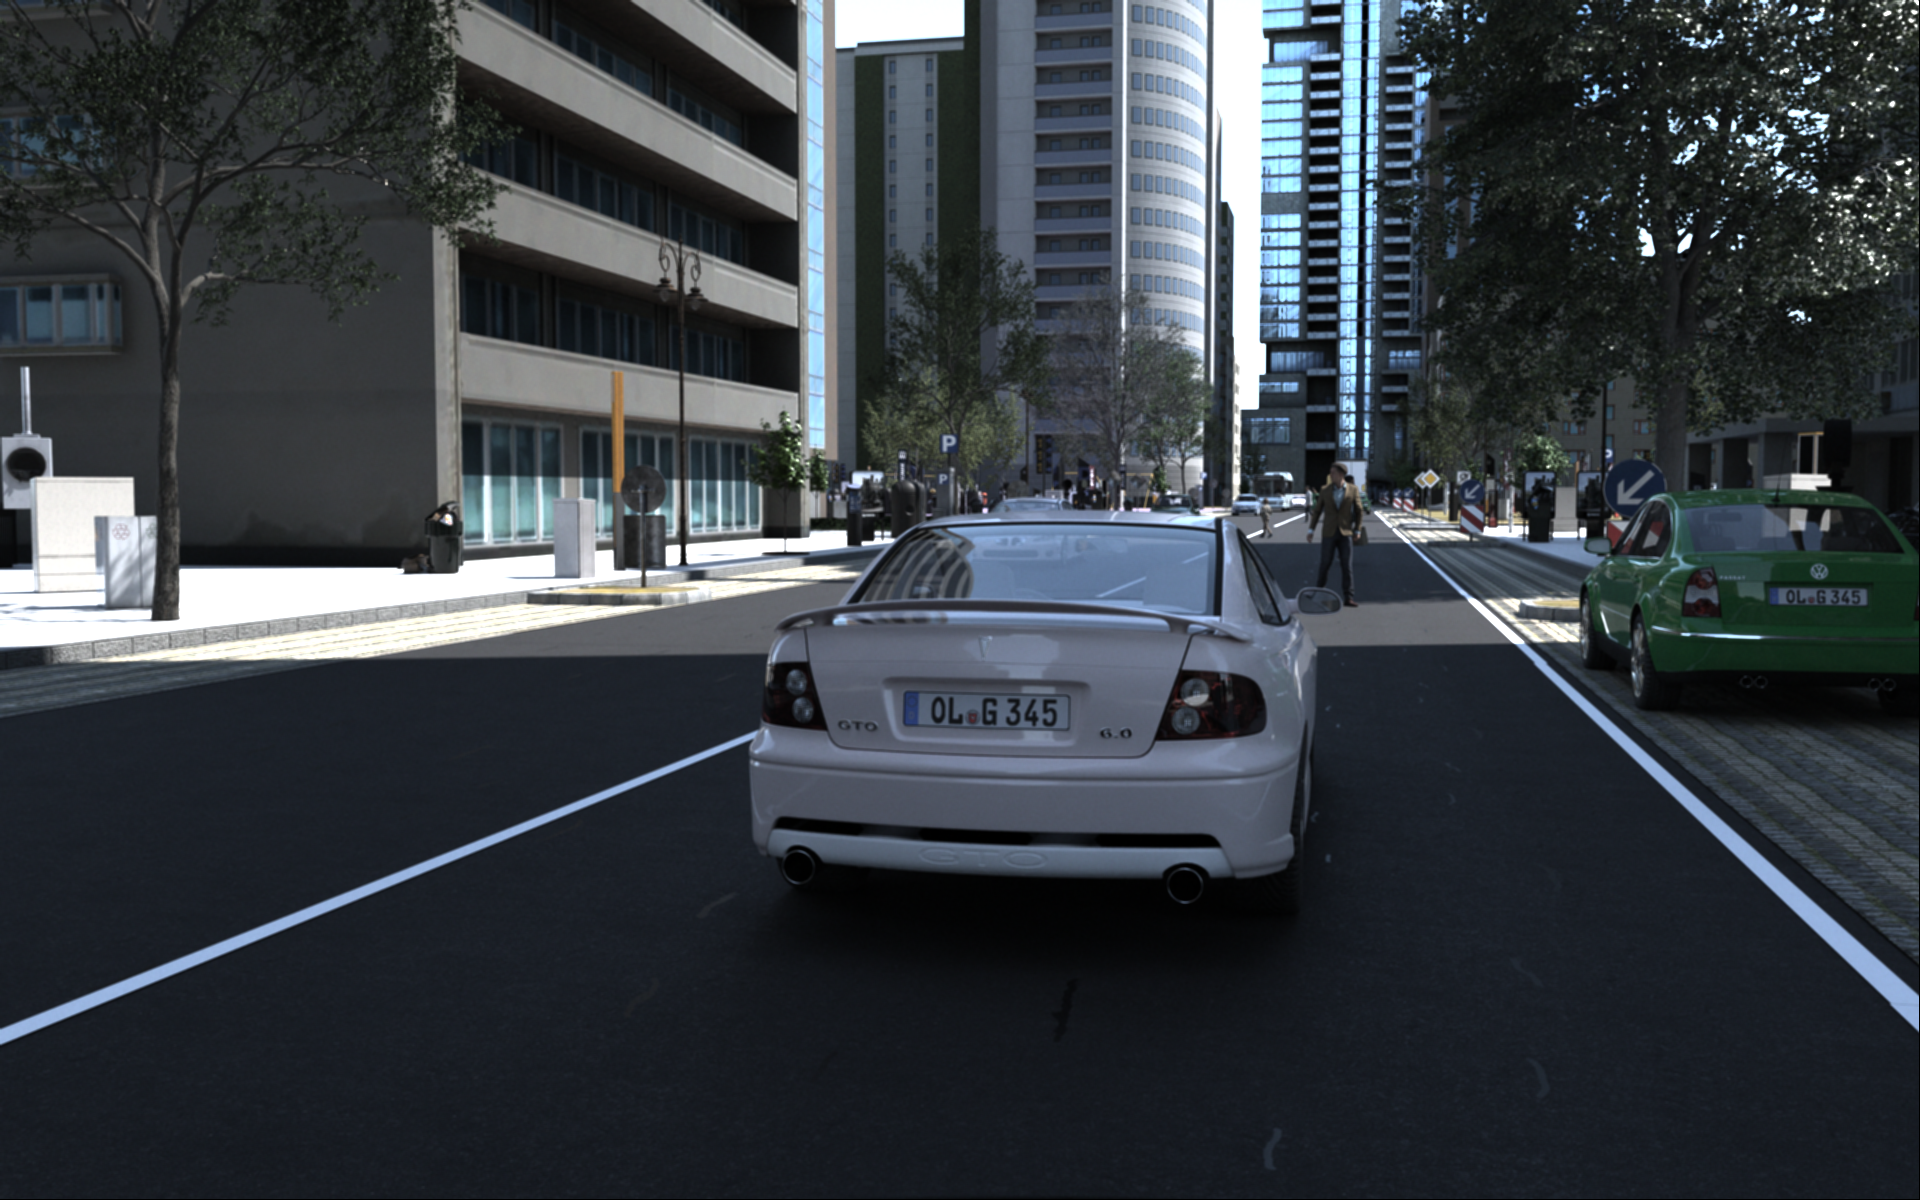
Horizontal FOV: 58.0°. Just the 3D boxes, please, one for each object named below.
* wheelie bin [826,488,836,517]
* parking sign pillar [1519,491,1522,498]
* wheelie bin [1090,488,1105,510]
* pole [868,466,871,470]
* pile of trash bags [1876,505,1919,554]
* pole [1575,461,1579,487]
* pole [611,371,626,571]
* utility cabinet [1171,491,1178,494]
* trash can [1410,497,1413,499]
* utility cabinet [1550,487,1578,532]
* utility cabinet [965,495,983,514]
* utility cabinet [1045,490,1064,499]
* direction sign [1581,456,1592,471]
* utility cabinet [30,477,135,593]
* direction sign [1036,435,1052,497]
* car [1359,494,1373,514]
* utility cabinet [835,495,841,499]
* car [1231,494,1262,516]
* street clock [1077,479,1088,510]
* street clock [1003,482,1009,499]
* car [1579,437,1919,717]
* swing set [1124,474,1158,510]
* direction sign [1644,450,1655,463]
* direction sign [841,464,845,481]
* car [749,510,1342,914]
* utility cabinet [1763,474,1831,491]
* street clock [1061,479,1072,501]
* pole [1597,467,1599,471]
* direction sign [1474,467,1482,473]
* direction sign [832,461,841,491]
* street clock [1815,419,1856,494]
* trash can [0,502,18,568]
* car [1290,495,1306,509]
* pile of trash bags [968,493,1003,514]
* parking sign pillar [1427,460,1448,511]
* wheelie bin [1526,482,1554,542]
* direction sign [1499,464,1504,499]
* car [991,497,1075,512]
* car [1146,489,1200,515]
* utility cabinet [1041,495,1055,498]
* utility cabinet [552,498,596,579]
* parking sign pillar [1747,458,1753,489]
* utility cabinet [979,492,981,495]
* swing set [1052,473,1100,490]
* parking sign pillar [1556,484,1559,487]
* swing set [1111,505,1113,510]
[{"bbox_3d":[-7.074,-5.210,93.097,0.693,1.594,0.980,-3,4,-36],"label":"wheelie bin"},{"bbox_3d":[46.832,-9.451,142.994,1.447,3.967,1.447,0,4,2],"label":"parking sign pillar"},{"bbox_3d":[6.792,-4.751,85.587,0.693,1.594,0.980,1,4,8],"label":"wheelie bin"},{"bbox_3d":[-6.609,-8.092,126.146,0.158,3.312,0.155,0,3,0],"label":"pole"},{"bbox_3d":[17.923,-1.277,30.625,3.447,1.369,1.912,1,4,20],"label":"pile of trash bags"},{"bbox_3d":[38.403,-6.974,107.870,0.158,3.312,0.155,0,3,0],"label":"pole"},{"bbox_3d":[-5.703,-2.145,28.907,0.158,3.312,0.155,0,3,0],"label":"pole"},{"bbox_3d":[18.057,-8.521,148.000,1.173,1.500,0.318,-2,4,-26],"label":"utility cabinet"},{"bbox_3d":[38.490,-8.275,146.947,0.748,1.137,0.748,0,3,0],"label":"trash can"},{"bbox_3d":[19.820,-2.975,57.322,1.173,1.500,0.318,0,4,-1],"label":"utility cabinet"},{"bbox_3d":[0.940,-6.116,111.162,1.020,1.237,0.306,-1,4,-14],"label":"utility cabinet"},{"bbox_3d":[5.150,-5.280,95.005,0.318,1.500,1.173,-3,5,-44],"label":"utility cabinet"},{"bbox_3d":[37.203,-6.783,102.898,0.379,3.537,0.876,-2,4,-24],"label":"direction sign"},{"bbox_3d":[-11.459,-0.854,22.649,1.173,1.500,0.318,-3,5,-40],"label":"utility cabinet"},{"bbox_3d":[3.259,-4.593,67.097,0.379,3.537,0.876,-3,4,-38],"label":"direction sign"},{"bbox_3d":[28.256,-6.812,123.172,2.131,1.459,4.920,1,4,14],"label":"car"},{"bbox_3d":[-8.294,-6.336,114.754,1.020,1.237,0.306,-2,4,-29],"label":"utility cabinet"},{"bbox_3d":[19.084,-6.311,115.193,2.014,1.417,4.499,1,4,14],"label":"car"},{"bbox_3d":[6.056,-4.940,85.333,0.358,2.002,0.471,3,5,44],"label":"street clock"},{"bbox_3d":[2.758,-6.052,103.512,0.358,2.002,0.471,1,4,16],"label":"street clock"},{"bbox_3d":[5.644,-0.231,12.572,1.959,1.807,4.718,1,4,13],"label":"car"},{"bbox_3d":[13.683,-8.444,135.682,3.119,2.851,2.862,2,4,33],"label":"swing set"},{"bbox_3d":[35.627,-5.946,89.215,0.876,3.537,0.379,3,5,41],"label":"direction sign"},{"bbox_3d":[-9.031,-8.429,129.804,0.876,3.537,0.379,-1,4,-14],"label":"direction sign"},{"bbox_3d":[0.572,0.301,7.433,2.083,1.381,4.827,1,4,12],"label":"car"},{"bbox_3d":[9.340,-0.654,19.376,1.173,1.500,0.318,-3,5,-44],"label":"utility cabinet"},{"bbox_3d":[5.159,-4.840,83.702,0.471,2.002,0.358,-1,4,-22],"label":"street clock"},{"bbox_3d":[48.538,-8.438,131.804,0.158,3.312,0.155,0,3,0],"label":"pole"},{"bbox_3d":[42.389,-9.191,142.274,0.876,3.537,0.379,0,4,4],"label":"direction sign"},{"bbox_3d":[-7.433,-6.716,101.805,0.379,3.537,0.876,0,4,5],"label":"direction sign"},{"bbox_3d":[8.499,-0.750,16.828,0.358,2.002,0.471,2,4,24],"label":"street clock"},{"bbox_3d":[-16.726,-1.127,30.079,0.748,1.137,0.748,0,3,0],"label":"trash can"},{"bbox_3d":[32.336,-9.341,165.093,2.083,1.381,4.827,1,4,13],"label":"car"},{"bbox_3d":[0.818,-5.369,97.538,3.447,1.369,1.912,1,4,20],"label":"pile of trash bags"},{"bbox_3d":[35.494,-8.573,128.636,1.447,3.967,1.447,0,4,-1],"label":"parking sign pillar"},{"bbox_3d":[15.426,-2.334,46.075,0.693,1.594,0.980,1,4,17],"label":"wheelie bin"},{"bbox_3d":[41.344,-8.544,131.696,0.876,3.537,0.379,-1,4,-20],"label":"direction sign"},{"bbox_3d":[1.454,-1.398,35.216,2.083,1.381,4.827,1,4,12],"label":"car"},{"bbox_3d":[8.234,-3.474,66.580,2.009,1.686,4.222,1,4,13],"label":"car"},{"bbox_3d":[4.033,-4.418,83.403,1.020,1.237,0.306,2,4,25],"label":"utility cabinet"},{"bbox_3d":[-5.909,-0.943,26.574,0.306,1.237,1.020,-2,4,-35],"label":"utility cabinet"},{"bbox_3d":[49.135,-7.340,108.476,1.447,3.967,1.447,0,4,1],"label":"parking sign pillar"},{"bbox_3d":[1.294,-8.830,153.048,1.173,1.500,0.318,-3,4,-36],"label":"utility cabinet"},{"bbox_3d":[8.438,-7.915,127.025,3.119,2.851,2.862,1,4,21],"label":"swing set"},{"bbox_3d":[33.268,-6.710,98.185,1.447,3.967,1.447,-3,4,-39],"label":"parking sign pillar"},{"bbox_3d":[10.285,-8.420,135.288,2.862,2.851,3.119,1,4,16],"label":"swing set"}]
